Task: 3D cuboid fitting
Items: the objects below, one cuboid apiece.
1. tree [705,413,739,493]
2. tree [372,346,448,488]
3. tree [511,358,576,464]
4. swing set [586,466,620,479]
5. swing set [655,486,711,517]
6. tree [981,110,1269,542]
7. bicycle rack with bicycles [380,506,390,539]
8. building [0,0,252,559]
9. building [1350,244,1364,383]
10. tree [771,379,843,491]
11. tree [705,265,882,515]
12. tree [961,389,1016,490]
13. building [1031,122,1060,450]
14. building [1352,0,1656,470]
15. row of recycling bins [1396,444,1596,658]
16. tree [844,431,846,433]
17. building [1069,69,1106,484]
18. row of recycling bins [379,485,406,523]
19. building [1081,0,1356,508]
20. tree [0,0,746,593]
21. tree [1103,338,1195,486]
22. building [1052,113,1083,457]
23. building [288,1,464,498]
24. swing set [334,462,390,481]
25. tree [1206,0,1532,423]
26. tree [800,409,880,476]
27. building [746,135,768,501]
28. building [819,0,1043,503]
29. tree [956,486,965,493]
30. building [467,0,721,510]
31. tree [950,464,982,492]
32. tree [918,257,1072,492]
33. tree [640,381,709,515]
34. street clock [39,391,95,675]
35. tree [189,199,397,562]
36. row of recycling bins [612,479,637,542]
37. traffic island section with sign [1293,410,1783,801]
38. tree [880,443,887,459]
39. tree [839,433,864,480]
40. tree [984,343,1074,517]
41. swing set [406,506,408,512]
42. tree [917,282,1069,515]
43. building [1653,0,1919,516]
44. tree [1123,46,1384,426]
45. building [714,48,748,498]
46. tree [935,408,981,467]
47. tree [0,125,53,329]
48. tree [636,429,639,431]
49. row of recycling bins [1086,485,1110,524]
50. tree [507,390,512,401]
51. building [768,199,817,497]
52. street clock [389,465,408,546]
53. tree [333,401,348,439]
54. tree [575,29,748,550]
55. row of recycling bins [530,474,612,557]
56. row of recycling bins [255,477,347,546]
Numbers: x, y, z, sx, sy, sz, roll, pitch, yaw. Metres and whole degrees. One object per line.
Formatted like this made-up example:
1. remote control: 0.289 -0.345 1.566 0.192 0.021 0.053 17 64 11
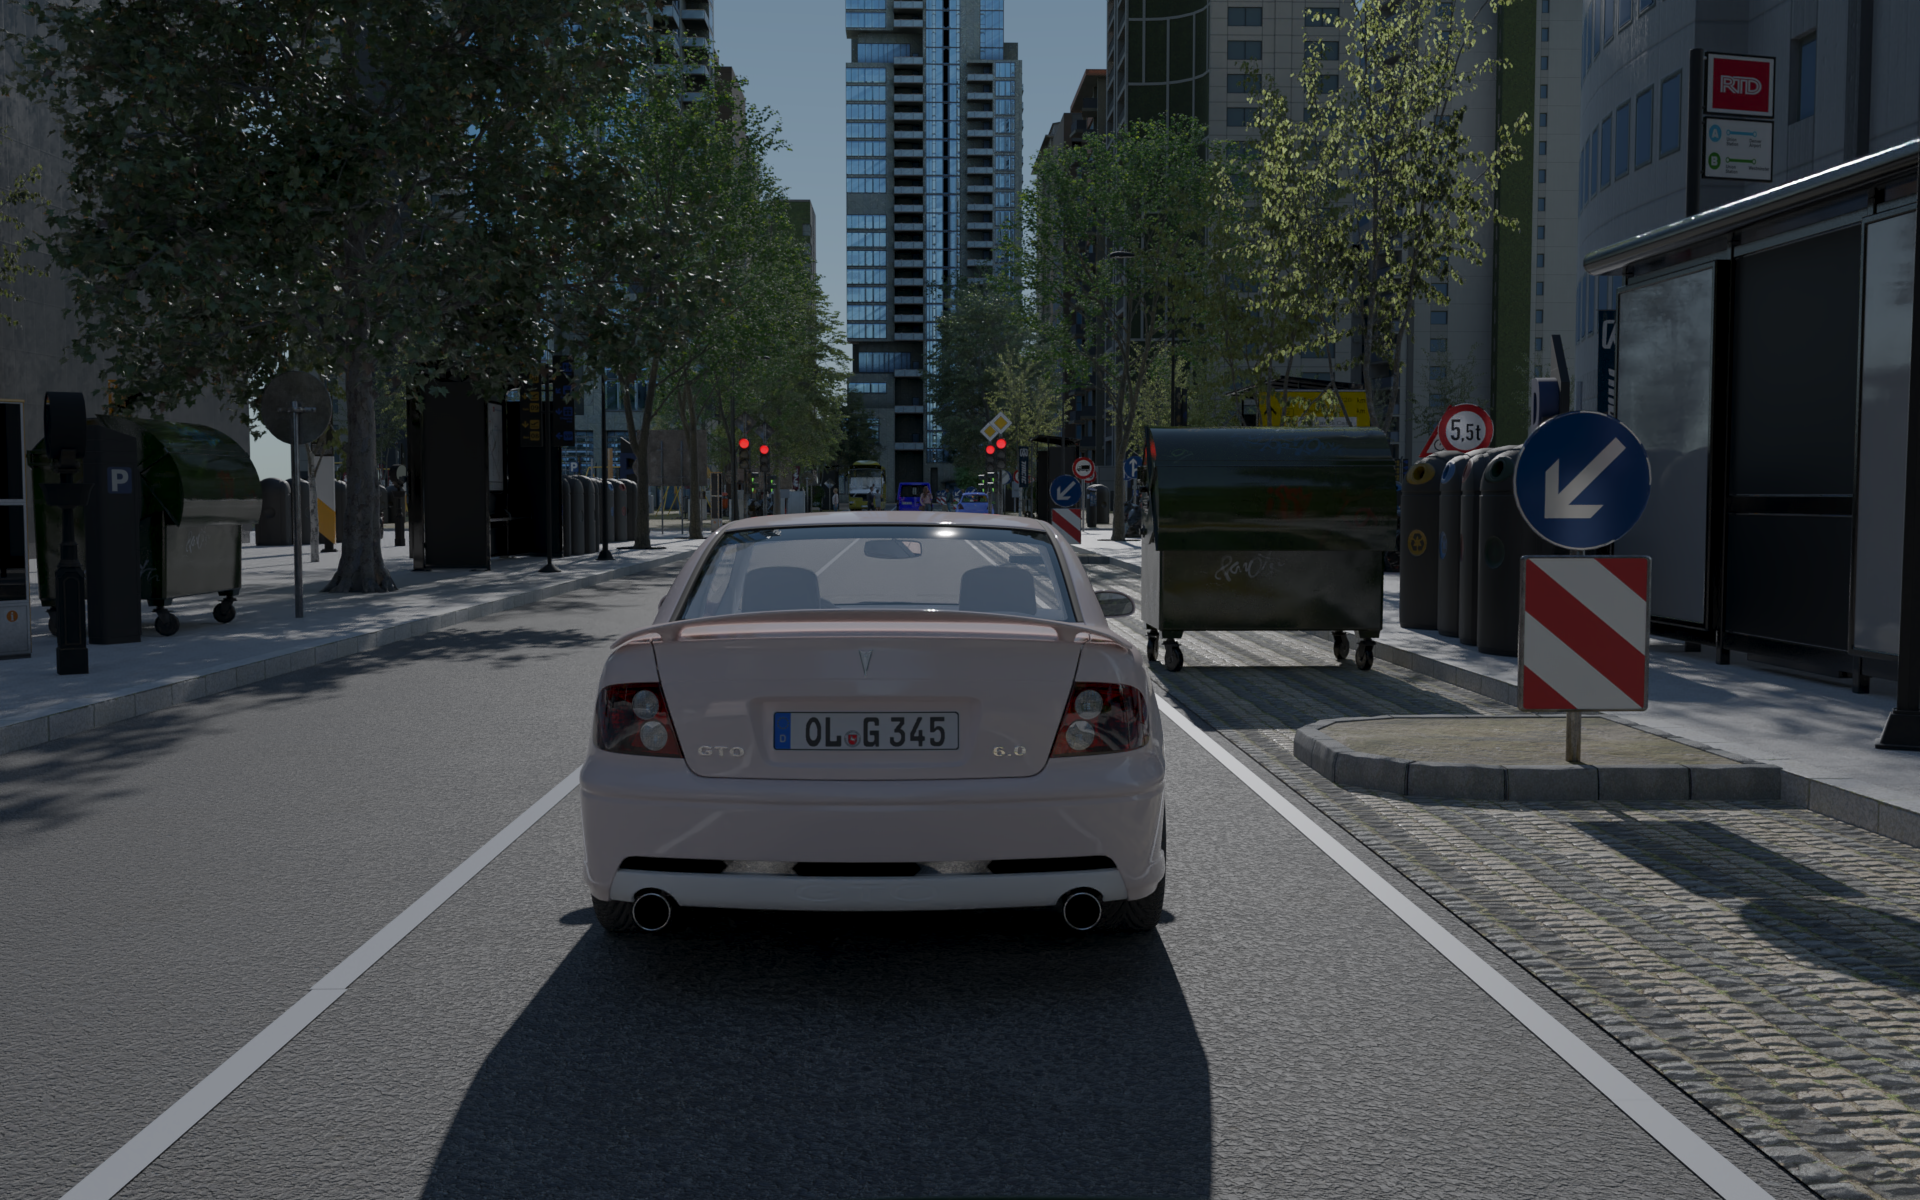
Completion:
1. tree: -18.837 -11.440 137.403 4.737 8.622 4.395 0 3 0
2. tree: -21.284 -7.267 69.172 4.360 8.622 3.978 0 3 0
3. tree: -21.656 -8.446 88.448 4.737 8.622 4.395 0 3 0
4. swing set: -19.847 -6.166 98.438 3.119 2.851 2.862 2 4 29
5. swing set: -15.756 -6.229 99.472 2.862 2.851 3.119 0 4 4
6. tree: 4.500 -7.413 46.961 9.928 11.665 9.643 0 3 0
7. bicycle rack with bicycles: -17.706 -2.251 50.185 2.852 0.926 2.925 -1 4 -10
8. building: -30.346 -15.011 38.938 24.014 27.812 14.314 0 4 -2
9. building: 38.041 -26.266 201.150 14.107 30.474 14.160 0 4 -2
10. tree: -10.137 -9.831 111.094 4.737 8.622 4.395 0 3 0
11. tree: -8.633 -10.087 83.041 7.486 12.596 7.792 0 3 0
12. tree: 2.675 -10.057 114.801 4.737 8.622 4.395 0 3 0
13. building: 24.883 -40.443 250.486 27.495 52.752 28.713 0 4 -2
14. building: 59.817 -40.062 197.006 28.212 58.520 21.231 0 4 -2
15. row of recycling bins: 4.691 -0.497 15.241 1.069 1.692 3.534 0 4 1
16. tree: -10.549 -11.010 130.372 4.737 8.622 4.395 0 3 0
17. building: 22.776 -32.012 178.016 22.147 44.769 28.867 0 4 -2
18. row of recycling bins: -25.812 -4.182 75.494 1.069 1.692 3.534 3 5 41
19. building: 21.988 -43.684 152.485 20.563 71.187 20.611 0 4 -2
20. tree: -7.891 -6.460 22.634 9.611 12.733 9.660 0 3 0
21. tree: 8.863 -7.973 80.726 4.360 8.622 3.978 0 3 0
22. building: 18.156 -33.612 199.674 14.600 45.320 14.200 0 4 -2
23. building: -61.669 -46.218 193.916 20.611 71.187 20.563 0 4 -2
24. swing set: -30.332 -5.364 85.324 3.119 2.851 2.862 1 4 19
25. tree: 5.151 -4.349 21.463 4.360 8.622 3.978 0 3 0
26. tree: -12.509 -14.544 172.208 7.601 10.594 8.767 0 4 4
27. building: -30.169 -31.522 198.974 14.086 41.232 14.154 0 4 -2
28. building: -4.271 -57.067 245.719 31.000 86.520 22.319 0 4 -2
29. tree: 0.532 -11.993 190.691 1.663 3.219 1.824 0 3 0
30. building: -32.565 -51.499 154.676 22.319 86.520 31.000 0 4 -2
31. tree: 0.787 -10.520 155.721 4.285 4.588 4.351 0 3 0
32. tree: 2.816 -17.173 136.671 12.611 20.169 13.585 0 3 0
33. tree: -17.558 -9.650 108.136 4.360 8.622 3.978 0 3 0
34. street clock: -6.344 -0.474 12.322 0.358 2.002 0.471 -2 4 -33
35. tree: -12.246 -5.006 32.213 4.737 8.622 4.395 0 3 0
36. row of recycling bins: -9.491 -2.399 46.333 1.069 1.692 3.534 0 4 7
37. traffic island section with sign: 2.821 -0.022 8.980 1.989 1.847 2.006 0 4 -2
38. tree: -12.832 -16.557 205.115 8.767 10.594 7.601 0 4 -1
39. tree: -12.062 -15.166 198.318 4.360 8.622 3.978 0 3 0
40. tree: 3.178 -8.230 84.929 4.360 8.622 3.978 0 3 0
41. swing set: -35.853 -6.643 106.228 3.119 2.851 2.862 -2 4 -35
42. tree: 2.206 -12.046 103.604 9.857 13.997 8.962 0 3 0
43. building: 23.965 -30.031 33.001 21.231 58.520 28.212 0 4 -2
44. tree: 5.112 -4.807 28.950 4.737 8.622 4.395 0 3 0
45. building: -29.550 -32.323 178.585 14.600 45.320 14.200 0 4 -2
46. tree: 1.170 -14.949 178.822 8.767 10.594 7.601 2 4 35
47. tree: -15.202 -4.534 24.493 4.360 8.622 3.978 0 3 0
48. tree: -22.252 -10.974 129.790 4.360 8.622 3.978 0 3 0
49. row of recycling bins: 6.056 -4.259 76.739 1.069 1.692 3.534 0 4 2
50. tree: -26.738 -8.976 97.117 4.360 8.622 3.978 0 3 0
51. building: -27.284 -34.164 242.173 14.086 41.232 14.154 0 4 -2
52. street clock: -13.786 -2.325 42.580 0.358 2.002 0.471 1 4 19
53. tree: -30.212 -8.547 90.113 4.360 8.622 3.978 0 3 0
54. tree: -7.455 -6.979 39.870 9.928 11.665 9.643 0 3 0
55. row of recycling bins: -8.390 -1.827 36.984 1.069 1.692 3.534 0 4 0
56. row of recycling bins: -16.814 -2.284 44.459 1.069 1.692 3.534 1 4 11
